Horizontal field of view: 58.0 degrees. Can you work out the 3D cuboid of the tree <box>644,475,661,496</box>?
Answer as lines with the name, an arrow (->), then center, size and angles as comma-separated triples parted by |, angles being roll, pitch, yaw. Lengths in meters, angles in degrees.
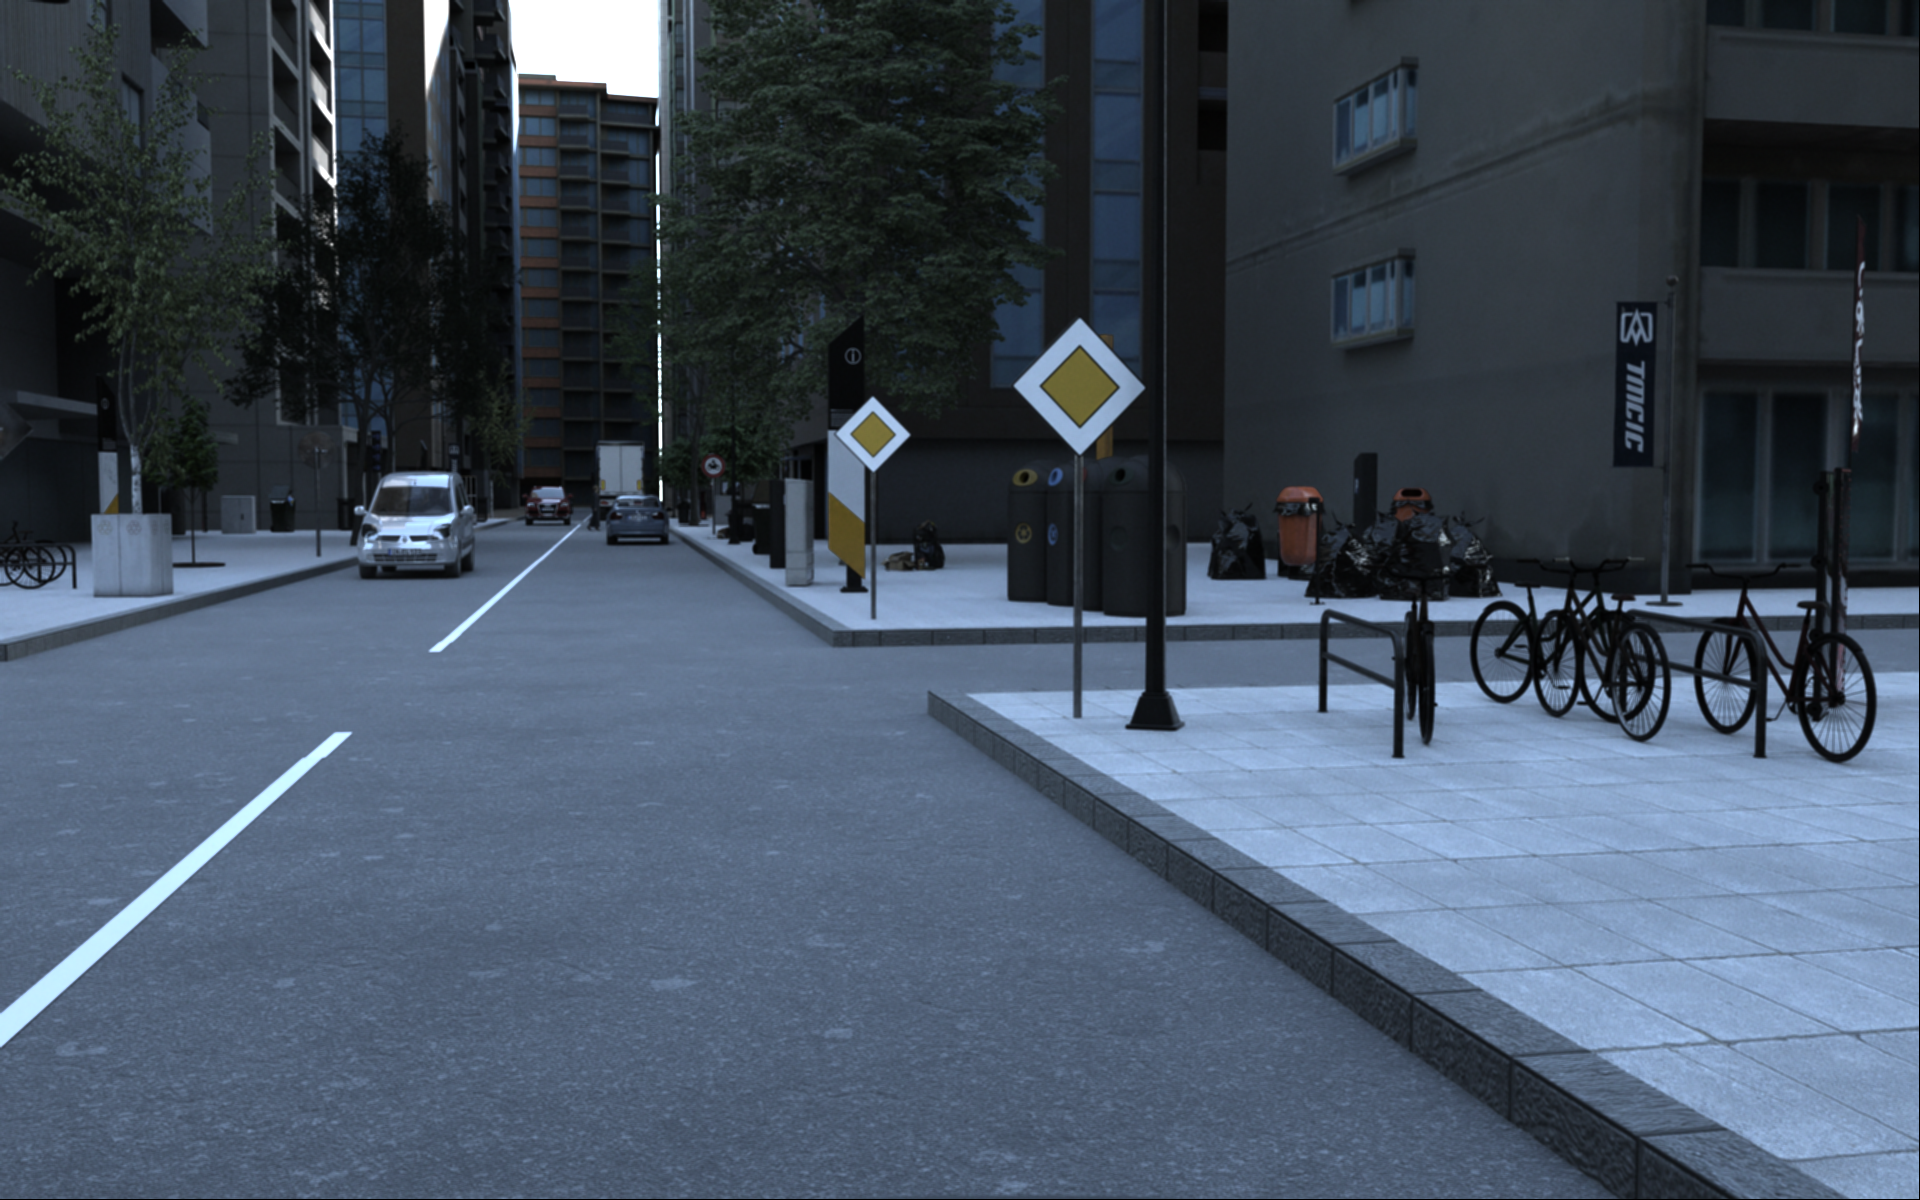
tree -> -28.370, -10.199, 161.350 | 1.663, 3.219, 1.824 | 0, 3, 0

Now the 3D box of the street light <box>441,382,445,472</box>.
street light -> -18.299, -5.543, 63.176 | 1.470, 5.913, 1.316 | -1, 4, -11

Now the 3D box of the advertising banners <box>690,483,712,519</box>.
advertising banners -> -13.265, -5.698, 89.356 | 2.074, 3.025, 0.090 | 3, 5, 44

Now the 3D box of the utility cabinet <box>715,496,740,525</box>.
utility cabinet -> -9.664, -3.720, 71.976 | 1.020, 1.237, 0.306 | 1, 4, 12

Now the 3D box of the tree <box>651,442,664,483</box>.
tree -> -13.324, -6.284, 86.460 | 4.285, 4.588, 4.351 | 0, 3, 0

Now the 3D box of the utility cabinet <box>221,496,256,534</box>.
utility cabinet -> -23.245, -2.729, 55.788 | 1.020, 1.237, 0.306 | 0, 4, 3

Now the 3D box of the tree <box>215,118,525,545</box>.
tree -> -14.704, -6.629, 42.795 | 7.601, 10.594, 8.767 | 0, 4, 5

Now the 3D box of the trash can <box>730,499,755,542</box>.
trash can -> -5.841, -2.154, 46.877 | 0.748, 1.137, 0.748 | 0, 3, 0

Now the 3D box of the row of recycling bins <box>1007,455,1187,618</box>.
row of recycling bins -> 1.519, -0.766, 19.638 | 1.069, 1.692, 3.534 | -1, 4, -21

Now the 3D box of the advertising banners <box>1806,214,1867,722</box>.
advertising banners -> 5.333, -0.874, 10.471 | 0.090, 3.025, 2.074 | 2, 4, 32

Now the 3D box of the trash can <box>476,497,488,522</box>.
trash can -> -21.923, -4.128, 79.148 | 0.748, 1.137, 0.748 | 0, 3, 0

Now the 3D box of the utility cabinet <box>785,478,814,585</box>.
utility cabinet -> -2.253, -0.967, 24.484 | 0.318, 1.500, 1.173 | 0, 3, 0

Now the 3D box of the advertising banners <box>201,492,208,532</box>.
advertising banners -> -25.641, -3.820, 58.639 | 0.090, 3.025, 2.074 | -2, 4, -28

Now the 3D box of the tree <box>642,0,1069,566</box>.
tree -> -1.551, -6.888, 30.754 | 7.486, 12.596, 7.792 | 0, 3, 0

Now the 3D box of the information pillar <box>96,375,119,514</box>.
information pillar -> -16.851, -2.623, 34.241 | 0.183, 3.616, 0.504 | 0, 4, 8

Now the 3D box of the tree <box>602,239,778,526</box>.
tree -> -10.475, -8.757, 68.927 | 9.928, 11.665, 9.643 | 0, 3, 0

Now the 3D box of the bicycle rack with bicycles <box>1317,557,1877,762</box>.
bicycle rack with bicycles -> 3.149, 0.241, 9.445 | 2.852, 0.926, 2.925 | 0, 4, 1

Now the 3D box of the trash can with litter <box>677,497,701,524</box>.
trash can with litter -> -11.734, -3.894, 75.052 | 1.055, 1.170, 0.624 | 1, 4, 13

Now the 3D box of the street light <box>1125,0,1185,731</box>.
street light -> 0.543, -2.246, 9.260 | 1.470, 5.913, 1.316 | -1, 4, -11

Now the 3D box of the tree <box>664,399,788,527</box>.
tree -> -7.472, -4.621, 59.269 | 4.285, 4.588, 4.351 | 0, 3, 0

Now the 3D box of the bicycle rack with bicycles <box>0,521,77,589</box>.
bicycle rack with bicycles -> -13.463, -0.621, 23.543 | 2.925, 0.926, 2.852 | -3, 5, -40

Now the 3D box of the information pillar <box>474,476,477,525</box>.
information pillar -> -20.121, -4.086, 71.300 | 0.304, 2.012, 0.304 | 2, 4, 30

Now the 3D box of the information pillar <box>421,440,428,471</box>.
information pillar -> -23.313, -5.140, 75.397 | 0.183, 3.616, 0.504 | -3, 5, -42

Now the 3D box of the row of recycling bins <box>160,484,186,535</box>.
row of recycling bins -> -26.023, -2.859, 53.852 | 3.534, 1.692, 1.069 | -1, 4, -22

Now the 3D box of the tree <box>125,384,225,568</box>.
tree -> -13.605, -2.212, 30.770 | 1.663, 3.219, 1.824 | 0, 3, 0

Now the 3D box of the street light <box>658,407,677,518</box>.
street light -> -15.662, -7.267, 91.349 | 1.470, 5.913, 1.316 | -1, 4, -11

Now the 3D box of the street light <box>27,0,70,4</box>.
street light -> -8.867, -2.655, 15.952 | 1.470, 5.913, 1.316 | -1, 4, -11

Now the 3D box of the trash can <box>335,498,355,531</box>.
trash can -> -21.563, -3.013, 60.918 | 0.748, 1.137, 0.748 | 0, 3, 0

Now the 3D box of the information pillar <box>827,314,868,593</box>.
information pillar -> -1.464, -1.906, 22.520 | 0.504, 3.616, 0.183 | -1, 4, -12

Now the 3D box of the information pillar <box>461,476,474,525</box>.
information pillar -> -20.136, -4.042, 70.572 | 0.304, 2.012, 0.304 | 1, 4, 18

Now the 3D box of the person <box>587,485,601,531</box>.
person -> -14.317, -3.607, 67.898 | 0.576, 1.772, 0.534 | 3, 5, 44

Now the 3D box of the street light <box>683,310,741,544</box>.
street light -> -6.309, -4.372, 44.021 | 1.470, 5.913, 1.316 | -1, 4, -11

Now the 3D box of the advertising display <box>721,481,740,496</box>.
advertising display -> -11.149, -4.825, 84.110 | 0.974, 1.923, 0.123 | -2, 4, -31

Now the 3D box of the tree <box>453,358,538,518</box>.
tree -> -24.725, -8.672, 92.146 | 4.737, 8.622, 4.395 | 0, 3, 0

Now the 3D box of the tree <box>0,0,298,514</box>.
tree -> -12.675, -4.689, 27.029 | 4.737, 8.622, 4.395 | 0, 3, 0
